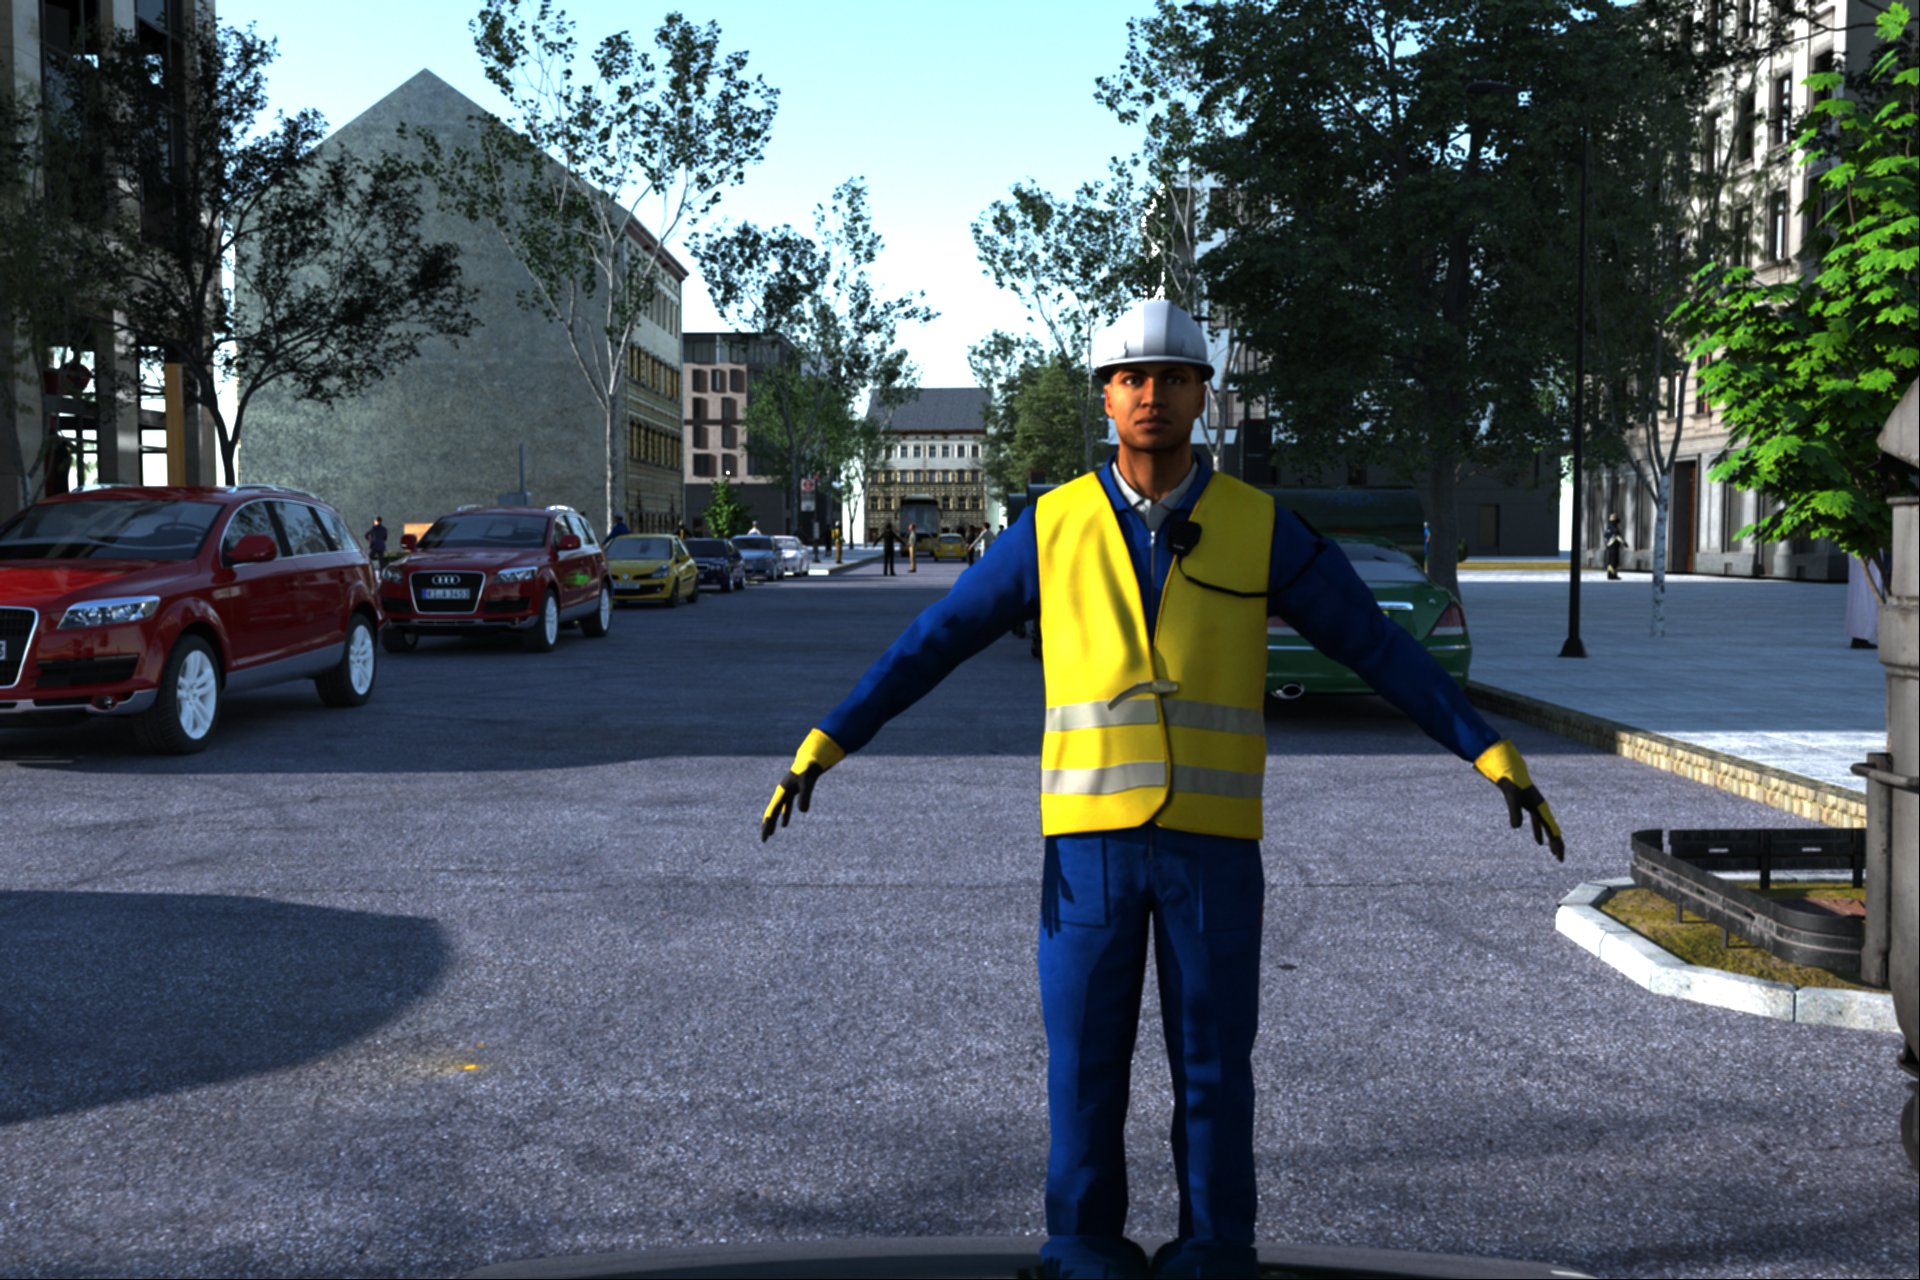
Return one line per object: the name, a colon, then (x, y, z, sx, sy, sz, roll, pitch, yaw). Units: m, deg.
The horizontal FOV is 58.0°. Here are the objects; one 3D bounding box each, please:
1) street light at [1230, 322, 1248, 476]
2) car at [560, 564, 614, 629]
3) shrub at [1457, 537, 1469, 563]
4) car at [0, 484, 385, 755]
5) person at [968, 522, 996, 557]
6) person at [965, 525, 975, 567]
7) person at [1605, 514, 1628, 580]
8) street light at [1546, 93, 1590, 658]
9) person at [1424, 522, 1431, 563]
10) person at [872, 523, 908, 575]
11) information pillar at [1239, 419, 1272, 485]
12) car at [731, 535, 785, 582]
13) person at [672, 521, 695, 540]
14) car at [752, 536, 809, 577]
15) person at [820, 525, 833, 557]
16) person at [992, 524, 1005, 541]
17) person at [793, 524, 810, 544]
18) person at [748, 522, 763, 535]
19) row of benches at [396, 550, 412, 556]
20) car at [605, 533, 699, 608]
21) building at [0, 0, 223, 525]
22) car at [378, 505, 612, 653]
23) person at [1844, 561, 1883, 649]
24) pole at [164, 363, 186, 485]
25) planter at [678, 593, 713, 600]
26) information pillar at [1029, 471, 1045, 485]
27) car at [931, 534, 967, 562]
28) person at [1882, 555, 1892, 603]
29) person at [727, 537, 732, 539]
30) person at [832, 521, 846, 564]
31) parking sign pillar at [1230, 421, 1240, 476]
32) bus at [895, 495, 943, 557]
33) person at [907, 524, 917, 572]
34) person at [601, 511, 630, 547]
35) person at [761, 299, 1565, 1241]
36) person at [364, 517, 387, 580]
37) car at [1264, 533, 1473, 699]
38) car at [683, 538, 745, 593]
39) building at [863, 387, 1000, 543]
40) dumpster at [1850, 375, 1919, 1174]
street light: (6.640, -3.943, 37.006, 1.470, 5.913, 1.316, 0, 4, 0)
car: (-6.599, -1.077, 27.204, 1.945, 1.707, 3.694, 0, 4, 0)
shrub: (22.297, -4.062, 77.526, 1.383, 1.207, 1.383, 0, 3, 0)
car: (-5.974, -0.259, 12.911, 2.281, 1.827, 5.304, 0, 4, 0)
person: (0.836, -2.867, 55.518, 1.347, 1.806, 0.705, -3, 5, -41)
person: (0.301, -3.043, 58.924, 0.721, 1.740, 1.216, 0, 4, 6)
person: (18.391, -2.616, 48.639, 0.704, 1.845, 1.351, 0, 4, -1)
street light: (6.961, -2.776, 17.933, 1.470, 5.913, 1.316, 0, 4, 0)
person: (21.019, -4.405, 78.145, 0.704, 1.817, 1.347, 0, 4, 2)
person: (-2.449, -3.142, 60.009, 1.347, 1.806, 0.705, 1, 4, 20)
information pillar: (6.680, -3.048, 39.205, 0.750, 3.857, 0.750, 0, 3, 0)
car: (-6.431, -2.545, 53.616, 2.014, 1.417, 4.499, 0, 4, 0)
person: (-12.048, -4.236, 75.044, 1.354, 1.856, 0.705, -1, 4, -15)
car: (-6.180, -2.847, 58.913, 2.083, 1.381, 4.827, 0, 4, 0)
person: (-7.509, -5.647, 98.473, 1.346, 1.812, 0.704, -3, 5, -43)
person: (2.322, -5.626, 98.135, 0.704, 1.843, 1.345, 3, 5, 39)
person: (-8.206, -5.049, 88.822, 1.348, 1.796, 0.705, 3, 5, 41)
person: (-8.934, -4.285, 75.911, 1.347, 1.847, 0.705, 3, 4, 36)
row of benches: (-20.078, -3.232, 68.308, 4.104, 0.672, 1.422, -1, 4, -15)
car: (-6.326, -1.498, 34.721, 2.015, 1.641, 3.980, 0, 4, 0)
building: (-30.718, -15.984, 27.557, 22.709, 31.103, 35.509, 0, 4, 1)
car: (-5.945, -0.854, 22.633, 2.281, 1.827, 5.304, 0, 4, 0)
person: (10.200, -0.778, 19.428, 0.621, 1.740, 0.551, -2, 4, -33)
pole: (-9.407, -1.650, 20.814, 0.158, 3.312, 0.155, 0, 3, 0)
planter: (-6.550, -1.057, 38.429, 1.991, 0.319, 1.994, 0, 3, 0)
information pillar: (3.208, -5.044, 71.852, 0.750, 3.857, 0.750, 0, 3, 0)
car: (-0.510, -4.914, 90.562, 2.015, 1.641, 3.980, 0, 4, -1)
person: (17.209, -1.583, 31.799, 0.709, 1.838, 0.599, -3, 5, -43)
person: (-12.482, -5.370, 94.016, 0.704, 1.802, 1.346, -1, 4, -9)
person: (-5.189, -4.216, 74.707, 0.705, 1.858, 1.354, -1, 4, -17)
parking sign pillar: (6.822, -3.265, 41.858, 1.447, 3.967, 1.447, 0, 4, 0)
bus: (-2.532, -7.340, 111.562, 2.896, 3.916, 12.252, 0, 4, 0)
person: (-1.792, -3.432, 64.834, 0.705, 1.796, 1.348, -1, 4, -11)
person: (-8.438, -2.256, 42.764, 0.705, 1.842, 1.347, 1, 4, 22)
person: (0.333, 0.331, 3.011, 1.349, 1.833, 0.705, 0, 4, 8)
person: (-16.394, -2.567, 48.456, 0.568, 1.767, 0.683, 3, 5, 44)
car: (2.860, -0.178, 14.703, 2.131, 1.459, 4.920, 0, 4, -1)
car: (-6.411, -1.881, 43.342, 1.945, 1.354, 3.894, 0, 3, 0)
building: (-3.927, -25.961, 257.847, 18.063, 23.208, 19.493, 0, 4, 7)
dumpster: (2.884, 0.299, 3.327, 1.865, 1.857, 1.264, 0, 4, -1)
